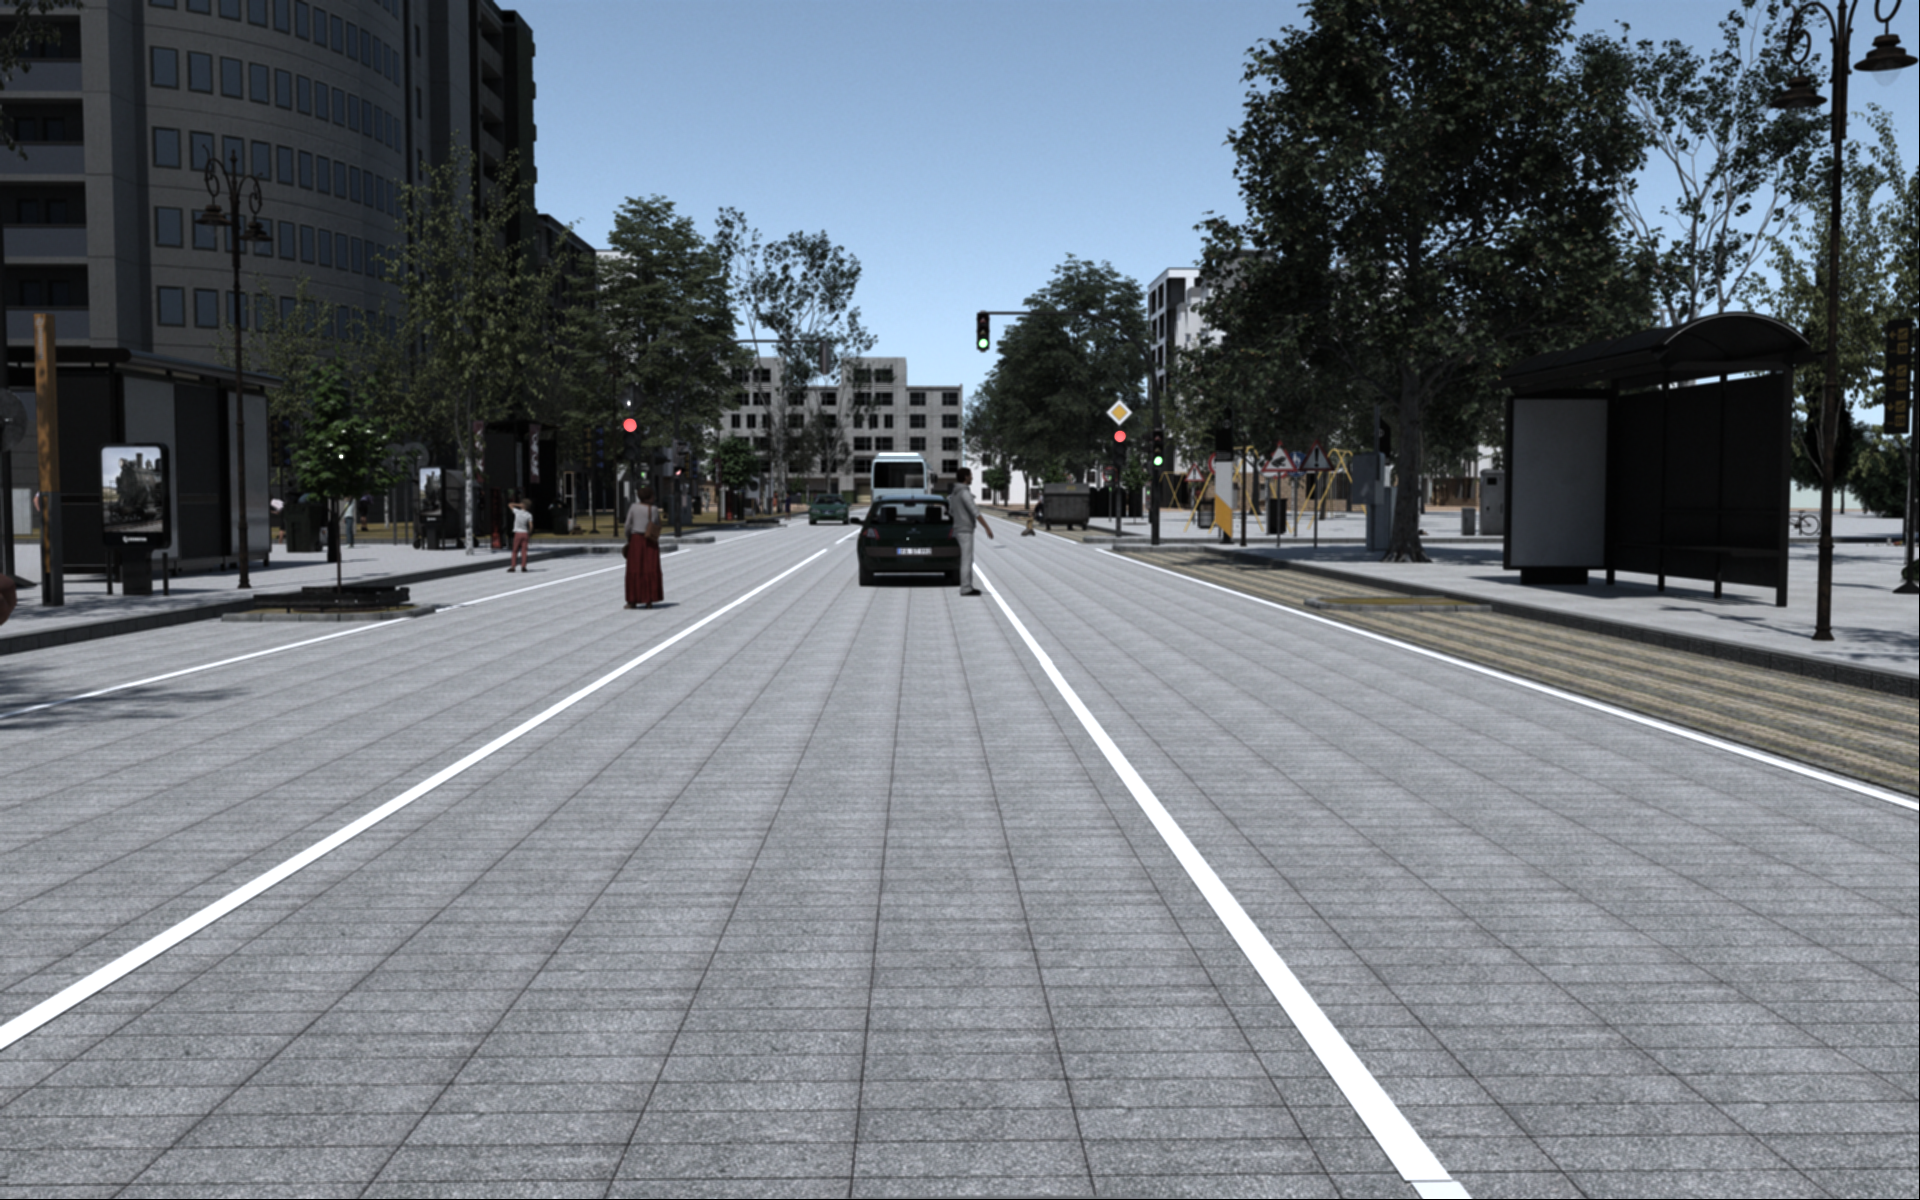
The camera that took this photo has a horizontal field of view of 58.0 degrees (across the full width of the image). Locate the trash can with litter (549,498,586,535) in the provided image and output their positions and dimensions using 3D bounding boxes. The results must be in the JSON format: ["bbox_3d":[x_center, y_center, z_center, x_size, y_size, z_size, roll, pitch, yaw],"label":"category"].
[{"bbox_3d":[-12.346,-2.635,54.470,1.055,1.170,0.624,-2,4,-32],"label":"trash can with litter"}]

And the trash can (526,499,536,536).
[{"bbox_3d":[-13.205,-2.497,52.486,0.748,1.137,0.748,0,3,0],"label":"trash can"}]

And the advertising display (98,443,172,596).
[{"bbox_3d":[-10.424,-1.020,21.898,0.974,1.923,0.123,1,4,15],"label":"advertising display"}]

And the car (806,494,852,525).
[{"bbox_3d":[-6.175,-4.289,81.922,2.131,1.459,4.920,0,4,-3],"label":"car"}]

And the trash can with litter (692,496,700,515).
[{"bbox_3d":[-16.357,-5.846,106.975,0.624,1.170,1.055,-1,4,-22],"label":"trash can with litter"}]

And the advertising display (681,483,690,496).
[{"bbox_3d":[-16.356,-5.938,102.296,0.123,1.923,0.974,3,4,37],"label":"advertising display"}]

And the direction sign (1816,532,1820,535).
[{"bbox_3d":[27.316,-3.835,54.706,0.379,3.537,0.876,1,4,20],"label":"direction sign"}]

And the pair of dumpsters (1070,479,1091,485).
[{"bbox_3d":[6.962,-6.254,104.750,1.574,2.255,4.437,0,4,-1],"label":"pair of dumpsters"}]

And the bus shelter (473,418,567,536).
[{"bbox_3d":[-14.315,-4.000,56.677,1.731,3.624,6.357,0,4,-1],"label":"bus shelter"}]

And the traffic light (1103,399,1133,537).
[{"bbox_3d":[4.690,-3.818,51.345,0.839,4.253,0.868,0,4,-1],"label":"traffic light"}]

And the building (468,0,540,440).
[{"bbox_3d":[-32.561,-19.991,98.557,14.160,30.474,14.107,0,4,-1],"label":"building"}]

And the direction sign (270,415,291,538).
[{"bbox_3d":[-19.696,-3.563,50.252,0.379,3.537,0.876,1,4,14],"label":"direction sign"}]

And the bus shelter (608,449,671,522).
[{"bbox_3d":[-14.356,-5.133,77.848,2.014,3.302,5.546,0,4,-1],"label":"bus shelter"}]

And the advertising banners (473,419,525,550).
[{"bbox_3d":[-10.780,-2.695,40.259,0.090,3.025,2.074,-3,5,-44],"label":"advertising banners"}]

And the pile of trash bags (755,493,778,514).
[{"bbox_3d":[-13.637,-6.365,113.823,3.447,1.369,1.912,-1,4,-21],"label":"pile of trash bags"}]

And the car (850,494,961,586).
[{"bbox_3d":[-0.813,-1.141,28.447,2.009,1.686,4.222,0,4,-3],"label":"car"}]

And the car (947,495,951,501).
[{"bbox_3d":[-0.176,-6.429,117.480,2.083,1.381,4.827,0,4,-1],"label":"car"}]

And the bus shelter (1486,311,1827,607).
[{"bbox_3d":[8.569,-1.718,22.009,2.014,3.302,5.546,0,4,-1],"label":"bus shelter"}]

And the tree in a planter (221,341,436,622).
[{"bbox_3d":[-7.315,-1.412,20.314,1.991,3.239,1.994,0,4,-1],"label":"tree in a planter"}]

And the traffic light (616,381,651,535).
[{"bbox_3d":[-8.123,-3.310,43.047,0.839,4.253,0.868,0,4,-1],"label":"traffic light"}]

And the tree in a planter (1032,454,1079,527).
[{"bbox_3d":[4.160,-4.820,76.023,1.991,3.239,1.994,0,4,-1],"label":"tree in a planter"}]

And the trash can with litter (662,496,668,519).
[{"bbox_3d":[-15.214,-4.826,90.287,0.624,1.170,1.055,0,4,-6],"label":"trash can with litter"}]

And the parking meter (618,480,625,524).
[{"bbox_3d":[-14.616,-4.221,74.729,0.255,1.863,0.399,-1,4,-12],"label":"parking meter"}]

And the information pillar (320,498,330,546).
[{"bbox_3d":[-15.782,-2.347,42.871,0.304,2.012,0.304,-2,4,-30],"label":"information pillar"}]

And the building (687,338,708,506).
[{"bbox_3d":[-33.220,-19.801,180.167,11.380,20.091,16.016,0,4,-1],"label":"building"}]

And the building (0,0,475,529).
[{"bbox_3d":[-35.947,-32.691,76.497,21.231,58.520,28.212,0,4,-1],"label":"building"}]

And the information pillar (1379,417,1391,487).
[{"bbox_3d":[12.295,-3.617,50.493,0.504,3.616,0.183,-1,4,-13],"label":"information pillar"}]

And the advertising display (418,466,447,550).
[{"bbox_3d":[-12.072,-2.106,39.642,0.974,1.923,0.123,3,5,41],"label":"advertising display"}]

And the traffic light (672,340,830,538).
[{"bbox_3d":[-6.218,-4.676,51.113,4.771,5.953,1.251,0,4,-1],"label":"traffic light"}]

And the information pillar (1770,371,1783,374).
[{"bbox_3d":[11.731,-2.049,24.864,0.183,3.616,0.504,3,5,45],"label":"information pillar"}]

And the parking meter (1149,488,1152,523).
[{"bbox_3d":[8.494,-4.145,76.185,0.372,1.533,0.369,0,3,0],"label":"parking meter"}]

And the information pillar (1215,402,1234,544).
[{"bbox_3d":[6.764,-3.237,44.275,0.504,3.616,0.183,3,4,36],"label":"information pillar"}]

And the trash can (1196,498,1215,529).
[{"bbox_3d":[9.117,-3.214,64.199,0.748,1.137,0.748,0,3,0],"label":"trash can"}]

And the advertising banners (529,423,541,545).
[{"bbox_3d":[-10.808,-2.820,42.298,0.090,3.025,2.074,1,4,21],"label":"advertising banners"}]

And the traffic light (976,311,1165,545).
[{"bbox_3d":[2.785,-4.190,43.173,4.771,5.953,1.251,0,4,-1],"label":"traffic light"}]

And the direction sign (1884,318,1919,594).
[{"bbox_3d":[12.273,-1.852,22.283,0.379,3.537,0.876,-2,4,-23],"label":"direction sign"}]

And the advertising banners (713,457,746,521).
[{"bbox_3d":[-11.097,-5.331,83.352,0.090,3.025,2.074,3,4,39],"label":"advertising banners"}]

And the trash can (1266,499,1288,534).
[{"bbox_3d":[10.138,-2.678,55.434,0.748,1.137,0.748,0,3,0],"label":"trash can"}]

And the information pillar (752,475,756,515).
[{"bbox_3d":[-12.739,-7.019,106.121,0.183,3.616,0.504,2,4,32],"label":"information pillar"}]

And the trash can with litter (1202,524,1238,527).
[{"bbox_3d":[10.118,-3.494,68.180,1.678,1.210,2.233,2,4,24],"label":"trash can with litter"}]

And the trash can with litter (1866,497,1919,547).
[{"bbox_3d":[23.466,-1.908,42.260,1.678,1.210,2.233,-1,4,-15],"label":"trash can with litter"}]

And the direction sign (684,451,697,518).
[{"bbox_3d":[-14.309,-6.122,92.099,0.876,3.537,0.379,2,4,31],"label":"direction sign"}]

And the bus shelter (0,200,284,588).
[{"bbox_3d":[-12.944,-2.975,26.267,2.179,5.291,8.768,0,4,-1],"label":"bus shelter"}]

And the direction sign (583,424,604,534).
[{"bbox_3d":[-11.893,-3.930,56.252,0.379,3.537,0.876,2,4,35],"label":"direction sign"}]

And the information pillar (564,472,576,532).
[{"bbox_3d":[-13.005,-3.261,57.808,0.304,2.012,0.304,0,4,6],"label":"information pillar"}]
